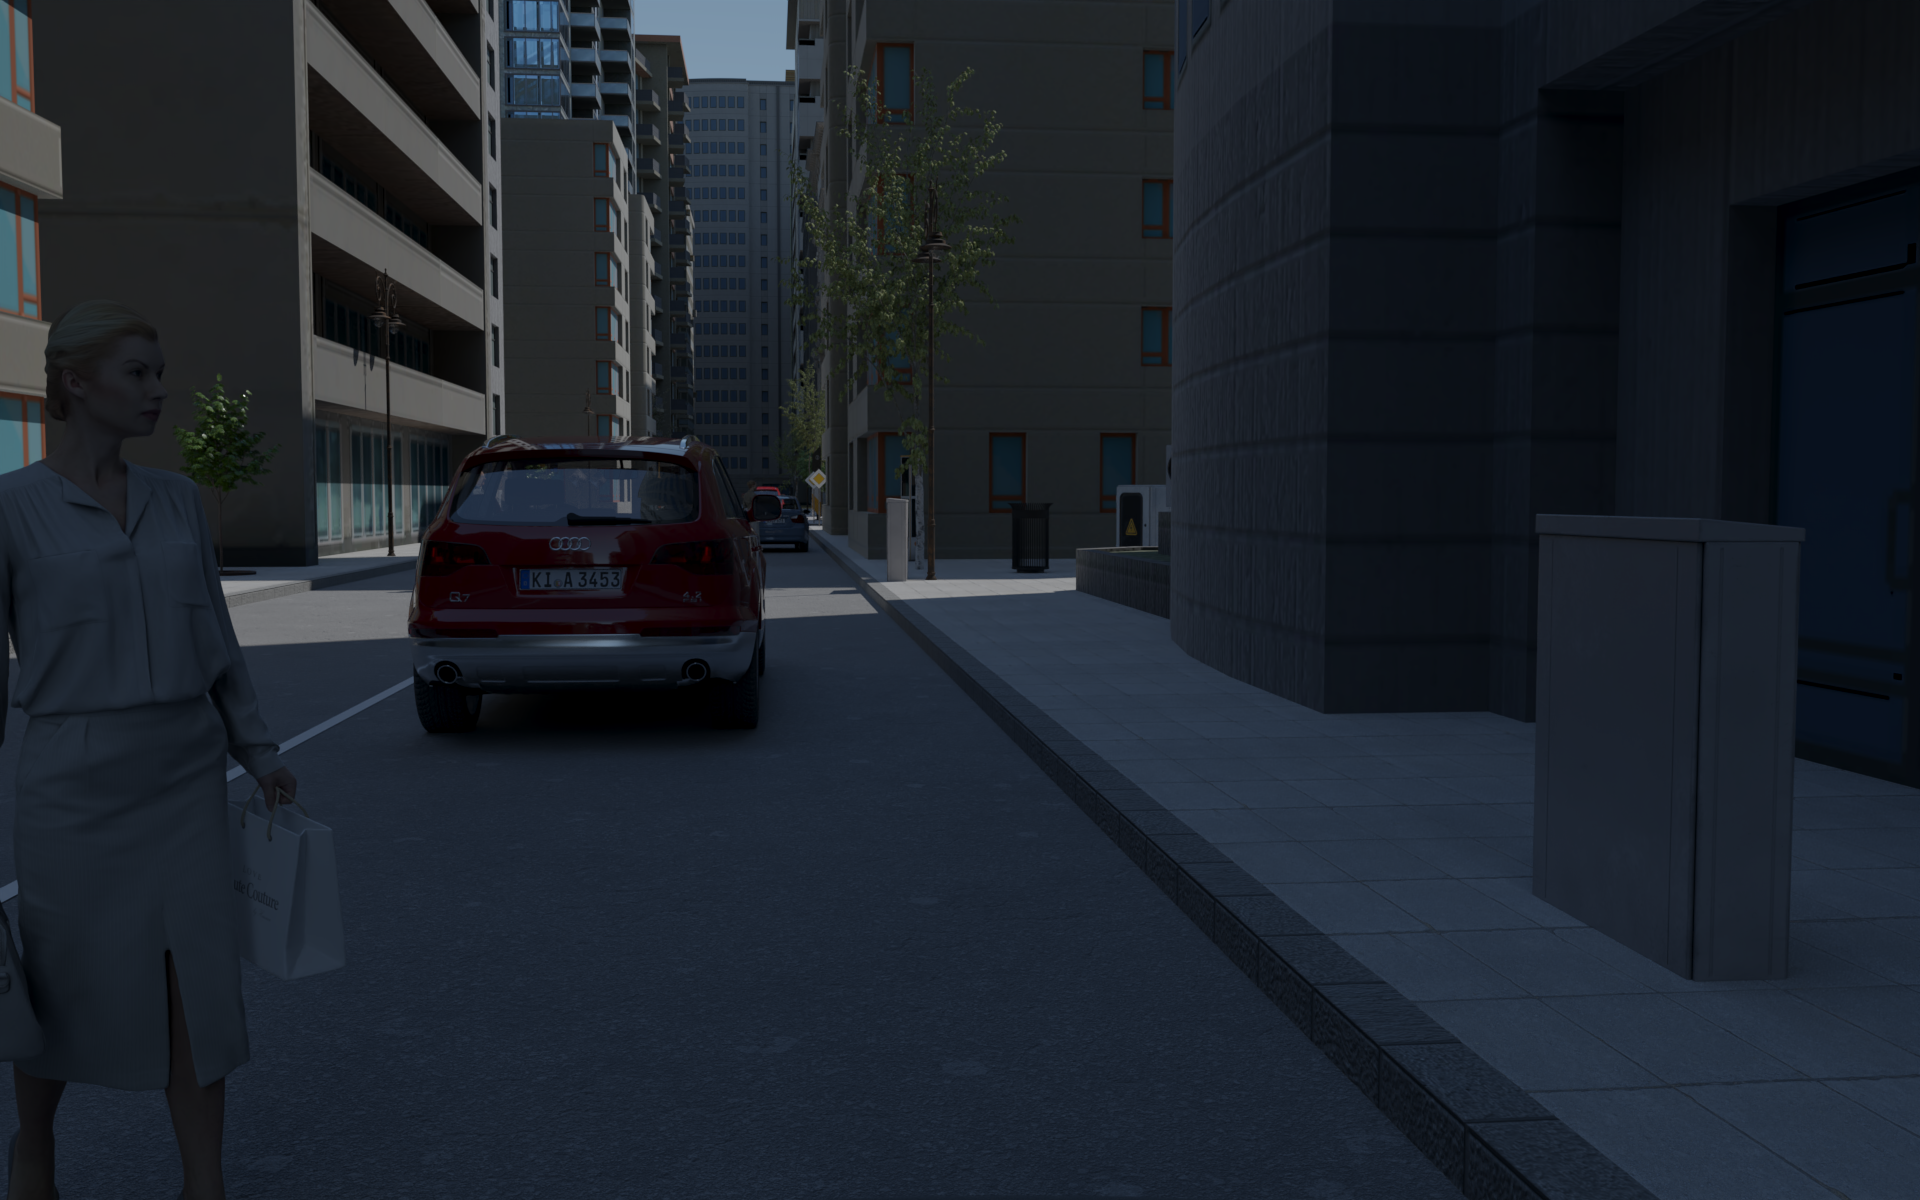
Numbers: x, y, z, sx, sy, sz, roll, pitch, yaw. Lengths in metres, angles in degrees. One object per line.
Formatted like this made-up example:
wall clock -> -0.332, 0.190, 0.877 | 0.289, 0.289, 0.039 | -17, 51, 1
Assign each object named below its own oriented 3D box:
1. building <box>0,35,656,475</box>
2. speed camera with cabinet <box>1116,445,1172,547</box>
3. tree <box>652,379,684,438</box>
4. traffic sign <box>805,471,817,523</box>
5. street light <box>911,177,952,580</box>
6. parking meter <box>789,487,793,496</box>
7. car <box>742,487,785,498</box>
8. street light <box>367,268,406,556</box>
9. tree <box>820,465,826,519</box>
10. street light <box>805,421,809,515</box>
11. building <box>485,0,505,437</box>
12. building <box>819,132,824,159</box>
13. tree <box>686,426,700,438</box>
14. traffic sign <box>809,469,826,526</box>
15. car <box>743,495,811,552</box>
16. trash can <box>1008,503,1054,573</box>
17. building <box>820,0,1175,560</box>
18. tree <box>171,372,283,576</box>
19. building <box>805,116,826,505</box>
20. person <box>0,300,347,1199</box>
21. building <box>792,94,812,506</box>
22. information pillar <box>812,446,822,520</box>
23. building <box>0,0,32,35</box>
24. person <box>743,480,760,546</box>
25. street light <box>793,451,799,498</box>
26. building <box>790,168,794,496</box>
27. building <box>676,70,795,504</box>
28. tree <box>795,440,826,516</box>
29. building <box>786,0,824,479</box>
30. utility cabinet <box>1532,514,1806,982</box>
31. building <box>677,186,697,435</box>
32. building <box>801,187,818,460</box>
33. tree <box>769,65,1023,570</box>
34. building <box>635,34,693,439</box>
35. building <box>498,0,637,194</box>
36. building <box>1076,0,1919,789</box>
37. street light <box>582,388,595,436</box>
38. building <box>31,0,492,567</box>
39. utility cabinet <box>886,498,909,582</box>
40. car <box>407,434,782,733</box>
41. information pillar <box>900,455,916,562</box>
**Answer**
building -> -31.350, -15.178, 93.207 | 27.650, 21.520, 28.899 | 0, 4, -6
speed camera with cabinet -> 3.653, -2.247, 31.071 | 0.660, 3.252, 2.038 | -2, 4, -34
tree -> -20.325, -9.873, 111.780 | 4.360, 8.622, 3.978 | 0, 3, 0
traffic sign -> -6.453, -4.453, 76.445 | 0.795, 2.450, 0.064 | 0, 4, -6
street light -> -0.429, -3.234, 25.664 | 0.468, 5.910, 1.993 | 0, 4, -6
parking meter -> -14.251, -8.595, 146.235 | 0.255, 1.863, 0.399 | -1, 4, -12
car -> -10.258, -5.007, 90.538 | 2.281, 1.827, 5.304 | 0, 4, -8
street light -> -11.753, -3.843, 35.614 | 0.468, 5.910, 1.993 | 0, 4, -6
tree -> -6.724, -5.833, 89.967 | 1.663, 3.219, 1.824 | 0, 3, 0
street light -> -9.489, -8.247, 107.623 | 0.468, 5.910, 1.993 | 0, 4, -6
building -> -23.605, -17.635, 60.028 | 14.107, 30.474, 14.160 | 0, 4, -6
building -> 4.094, -15.081, 82.728 | 21.152, 22.565, 11.583 | 0, 4, -6
tree -> -29.398, -14.338, 184.791 | 4.360, 8.622, 3.978 | 0, 3, 0
traffic sign -> -5.574, -3.967, 68.508 | 0.795, 2.450, 0.064 | 0, 4, -6
car -> -4.777, -1.957, 44.004 | 2.014, 1.417, 4.499 | 0, 4, -8
trash can -> 1.148, -1.013, 28.213 | 0.748, 1.137, 0.748 | 0, 3, 0
building -> 10.354, -12.479, 49.070 | 27.650, 21.520, 28.899 | 0, 4, -6
tree -> -11.622, -2.012, 27.506 | 1.663, 3.219, 1.824 | 0, 3, 0
building -> -3.052, -20.122, 116.388 | 14.401, 28.519, 23.554 | 0, 4, -6
person -> -1.562, 0.343, 3.240 | 0.694, 1.780, 0.624 | -3, 4, -38
building -> -8.718, -35.404, 202.552 | 21.300, 48.544, 21.600 | 0, 4, -6
information pillar -> -7.006, -5.712, 84.746 | 0.504, 3.616, 0.183 | 2, 4, 29
building -> -23.487, -9.825, 5.674 | 27.650, 21.520, 28.899 | 0, 4, -6
person -> -4.842, -1.934, 40.668 | 0.362, 1.759, 0.519 | -3, 5, -41
street light -> -14.230, -10.864, 150.411 | 0.468, 5.910, 1.993 | 0, 4, -6
building -> -14.442, -32.813, 220.090 | 14.154, 41.232, 14.086 | 0, 4, -6
building -> -31.468, -42.875, 243.007 | 28.212, 58.520, 21.231 | 0, 4, -6
tree -> -7.961, -7.178, 101.067 | 4.285, 4.588, 4.351 | 0, 3, 0
building -> -3.209, -36.023, 178.217 | 28.713, 52.752, 27.495 | 0, 4, -6
utility cabinet -> 2.022, 0.375, 5.037 | 0.306, 1.237, 1.020 | 0, 4, -5
building -> -44.003, -31.583, 208.271 | 23.993, 40.220, 32.217 | 0, 4, -6
building -> -5.404, -21.194, 140.036 | 14.314, 27.812, 24.014 | 0, 4, -6
tree -> -0.908, -4.817, 29.112 | 4.737, 8.622, 4.395 | 0, 3, 0
building -> -36.686, -31.071, 162.633 | 22.147, 44.769, 28.867 | 0, 4, -6
building -> -34.521, -49.927, 128.983 | 22.319, 86.520, 31.000 | 0, 4, -6
building -> 12.328, -28.713, 11.449 | 21.231, 58.520, 28.212 | 0, 4, -6
street light -> -16.182, -6.286, 75.564 | 0.468, 5.910, 1.993 | 0, 4, -6
building -> -23.255, -25.355, 38.264 | 21.300, 48.544, 21.600 | 0, 4, -6
utility cabinet -> -0.921, -0.897, 25.834 | 0.306, 1.237, 1.020 | 0, 4, 0
car -> -2.383, -0.204, 12.016 | 2.281, 1.827, 5.304 | 0, 4, -6
information pillar -> -0.924, -1.745, 33.028 | 0.304, 2.012, 0.304 | -3, 5, -39
